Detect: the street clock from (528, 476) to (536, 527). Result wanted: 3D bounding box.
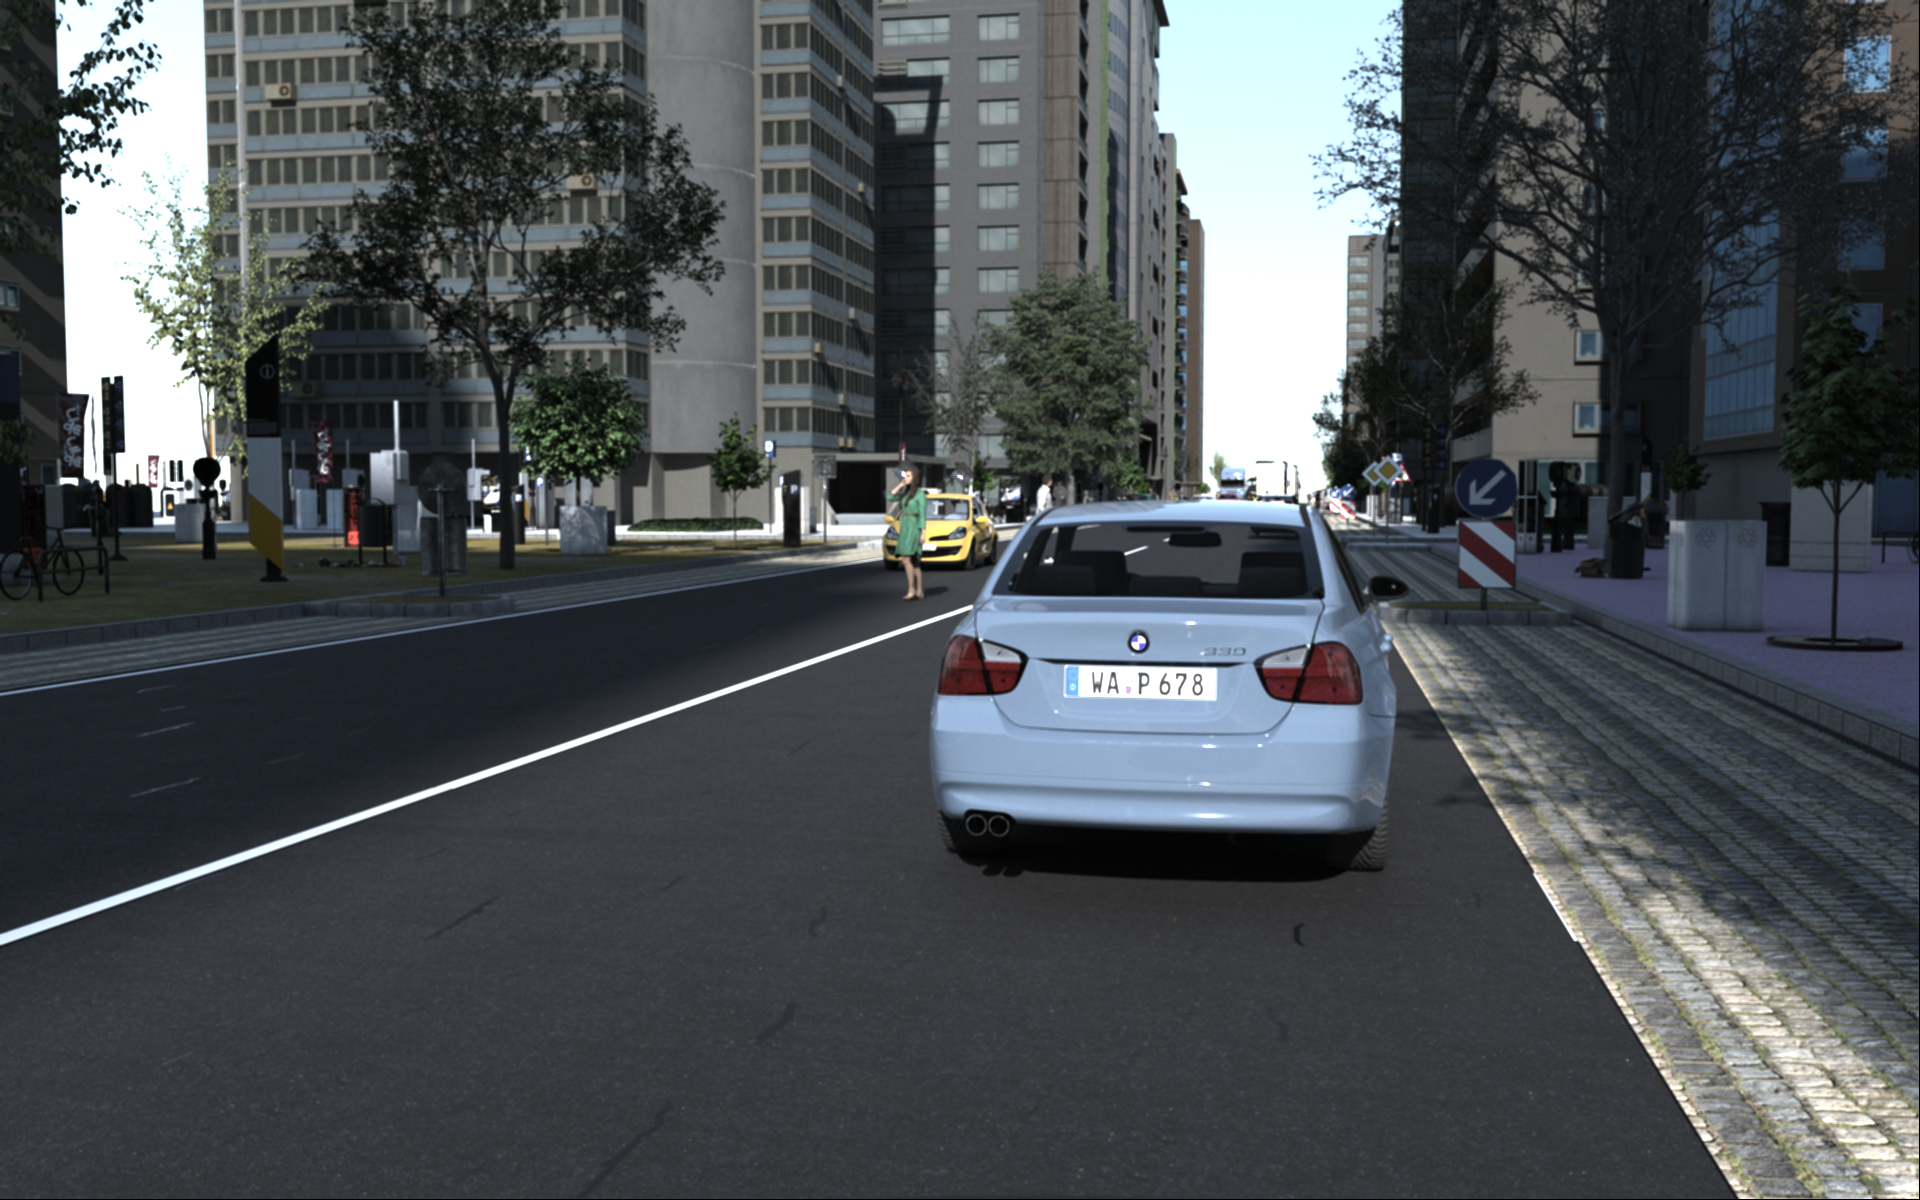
[{"bbox_3d":[-16.821,-3.893,68.227,0.471,2.002,0.358,-2,4,-28],"label":"street clock"}]

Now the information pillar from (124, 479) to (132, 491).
[{"bbox_3d":[-40.007,-4.822,83.324,0.304,2.012,0.304,-1,4,-10],"label":"information pillar"}]

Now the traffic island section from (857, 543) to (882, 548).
[{"bbox_3d":[-1.469,-1.494,46.708,2.009,0.180,2.903,1,4,11],"label":"traffic island section"}]

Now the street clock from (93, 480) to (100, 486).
[{"bbox_3d":[-47.058,-5.487,94.280,0.358,2.002,0.471,-2,4,-28],"label":"street clock"}]

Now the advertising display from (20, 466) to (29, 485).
[{"bbox_3d":[-17.468,-1.623,31.757,0.123,1.923,0.974,1,4,13],"label":"advertising display"}]

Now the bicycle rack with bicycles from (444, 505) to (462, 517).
[{"bbox_3d":[-17.977,-2.762,58.546,2.852,0.926,2.925,0,4,3],"label":"bicycle rack with bicycles"}]

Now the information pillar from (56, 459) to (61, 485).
[{"bbox_3d":[-51.123,-6.534,98.184,0.183,3.616,0.504,-1,4,-8],"label":"information pillar"}]

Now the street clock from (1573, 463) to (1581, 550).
[{"bbox_3d":[14.020,-2.158,39.854,0.471,2.002,0.358,-2,4,-24],"label":"street clock"}]

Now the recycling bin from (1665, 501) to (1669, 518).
[{"bbox_3d":[27.452,-3.300,66.509,0.722,1.027,0.722,-3,5,-42],"label":"recycling bin"}]

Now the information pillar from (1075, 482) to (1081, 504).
[{"bbox_3d":[6.999,-5.999,102.579,0.304,2.012,0.304,-1,4,-15],"label":"information pillar"}]

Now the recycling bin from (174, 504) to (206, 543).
[{"bbox_3d":[-20.211,-2.016,45.520,0.722,1.027,0.722,-1,4,-19],"label":"recycling bin"}]

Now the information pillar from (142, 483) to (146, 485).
[{"bbox_3d":[-54.869,-6.845,116.399,0.304,2.012,0.304,-2,4,-28],"label":"information pillar"}]

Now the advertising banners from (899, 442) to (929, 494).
[{"bbox_3d":[-1.542,-3.747,57.453,0.090,3.025,2.074,-2,4,-29],"label":"advertising banners"}]

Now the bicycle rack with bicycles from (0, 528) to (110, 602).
[{"bbox_3d":[-12.011,-0.485,21.319,2.852,0.926,2.925,0,4,-1],"label":"bicycle rack with bicycles"}]

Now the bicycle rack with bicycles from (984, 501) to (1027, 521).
[{"bbox_3d":[1.751,-4.327,84.126,2.925,0.926,2.852,-2,4,-29],"label":"bicycle rack with bicycles"}]

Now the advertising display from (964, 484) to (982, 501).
[{"bbox_3d":[0.572,-4.286,75.287,0.974,1.923,0.123,3,5,44],"label":"advertising display"}]

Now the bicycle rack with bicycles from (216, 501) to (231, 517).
[{"bbox_3d":[-39.331,-4.782,91.572,2.925,0.926,2.852,-2,4,-25],"label":"bicycle rack with bicycles"}]

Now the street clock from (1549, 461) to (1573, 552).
[{"bbox_3d":[13.174,-2.057,38.196,0.358,2.002,0.471,3,5,43],"label":"street clock"}]

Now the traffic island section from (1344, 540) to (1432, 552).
[{"bbox_3d":[10.935,-1.345,44.275,2.009,0.180,2.903,1,4,11],"label":"traffic island section"}]

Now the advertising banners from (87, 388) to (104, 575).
[{"bbox_3d":[-14.007,-1.952,28.099,0.090,3.025,2.074,-2,4,-28],"label":"advertising banners"}]

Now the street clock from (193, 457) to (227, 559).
[{"bbox_3d":[-14.800,-1.805,34.083,0.471,2.002,0.358,0,4,-2],"label":"street clock"}]

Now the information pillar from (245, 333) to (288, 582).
[{"bbox_3d":[-10.169,-2.080,25.359,0.504,3.616,0.183,0,4,-1],"label":"information pillar"}]

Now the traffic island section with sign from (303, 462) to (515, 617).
[{"bbox_3d":[-6.528,-0.754,20.961,1.989,1.847,2.006,1,4,11],"label":"traffic island section with sign"}]

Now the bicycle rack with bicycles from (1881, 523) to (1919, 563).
[{"bbox_3d":[18.316,-1.120,31.693,2.852,0.926,2.925,0,4,-5],"label":"bicycle rack with bicycles"}]

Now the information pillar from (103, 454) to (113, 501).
[{"bbox_3d":[-37.505,-5.194,76.273,0.183,3.616,0.504,1,4,15],"label":"information pillar"}]

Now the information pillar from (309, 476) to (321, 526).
[{"bbox_3d":[-25.961,-3.989,69.716,0.304,2.012,0.304,1,4,12],"label":"information pillar"}]

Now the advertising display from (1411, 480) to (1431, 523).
[{"bbox_3d":[20.538,-4.399,77.134,0.974,1.923,0.123,-2,4,-24],"label":"advertising display"}]

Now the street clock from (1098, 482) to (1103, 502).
[{"bbox_3d":[8.644,-6.240,106.595,0.358,2.002,0.471,1,4,22],"label":"street clock"}]

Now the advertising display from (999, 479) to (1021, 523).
[{"bbox_3d":[2.186,-4.306,75.625,0.974,1.923,0.123,-1,4,-15],"label":"advertising display"}]

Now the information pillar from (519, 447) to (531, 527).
[{"bbox_3d":[-16.824,-4.617,66.835,0.183,3.616,0.504,1,4,20],"label":"information pillar"}]

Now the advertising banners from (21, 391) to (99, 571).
[{"bbox_3d":[-15.867,-2.035,29.453,2.074,3.025,0.090,-3,5,-41],"label":"advertising banners"}]

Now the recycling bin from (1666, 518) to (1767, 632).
[{"bbox_3d":[7.192,-0.240,16.479,0.722,1.027,0.722,1,4,10],"label":"recycling bin"}]

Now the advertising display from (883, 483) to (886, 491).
[{"bbox_3d":[-4.190,-5.921,102.024,0.974,1.923,0.123,0,4,4],"label":"advertising display"}]

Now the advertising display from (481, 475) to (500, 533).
[{"bbox_3d":[-15.436,-3.209,57.682,0.974,1.923,0.123,-1,4,-23],"label":"advertising display"}]

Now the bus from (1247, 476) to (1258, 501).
[{"bbox_3d":[41.960,-15.435,243.906,2.896,3.916,12.252,1,4,13],"label":"bus"}]

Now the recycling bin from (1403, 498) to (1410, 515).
[{"bbox_3d":[26.586,-5.616,104.369,0.722,1.027,0.722,-3,4,-36],"label":"recycling bin"}]

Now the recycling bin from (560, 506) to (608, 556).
[{"bbox_3d":[-7.879,-1.450,36.257,0.722,1.027,0.722,3,4,38],"label":"recycling bin"}]

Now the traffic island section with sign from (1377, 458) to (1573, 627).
[{"bbox_3d":[5.796,-0.678,19.709,1.989,1.847,2.006,1,4,11],"label":"traffic island section with sign"}]

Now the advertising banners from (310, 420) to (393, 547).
[{"bbox_3d":[-14.644,-2.795,41.880,2.074,3.025,0.090,-3,5,-41],"label":"advertising banners"}]

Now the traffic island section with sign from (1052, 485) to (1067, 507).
[{"bbox_3d":[4.412,-4.158,76.610,1.989,1.847,2.006,1,4,11],"label":"traffic island section with sign"}]

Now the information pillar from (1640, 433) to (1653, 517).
[{"bbox_3d":[26.256,-4.582,66.271,0.183,3.616,0.504,-1,4,-22],"label":"information pillar"}]

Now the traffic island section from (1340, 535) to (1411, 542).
[{"bbox_3d":[12.475,-1.824,52.111,2.009,0.180,2.903,1,4,11],"label":"traffic island section"}]

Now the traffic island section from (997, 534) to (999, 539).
[{"bbox_3d":[0.071,-1.973,54.544,2.009,0.180,2.903,1,4,11],"label":"traffic island section"}]

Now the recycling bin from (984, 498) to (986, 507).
[{"bbox_3d":[1.021,-5.380,100.518,0.722,1.027,0.722,-3,5,-41],"label":"recycling bin"}]

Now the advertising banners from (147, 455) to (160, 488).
[{"bbox_3d":[-36.491,-4.924,76.698,2.074,3.025,0.090,-3,4,-38],"label":"advertising banners"}]

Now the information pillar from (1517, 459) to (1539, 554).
[{"bbox_3d":[12.093,-1.983,36.908,0.304,2.012,0.304,-1,4,-15],"label":"information pillar"}]

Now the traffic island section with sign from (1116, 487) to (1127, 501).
[{"bbox_3d":[9.685,-5.801,103.473,1.989,1.847,2.006,1,4,11],"label":"traffic island section with sign"}]
